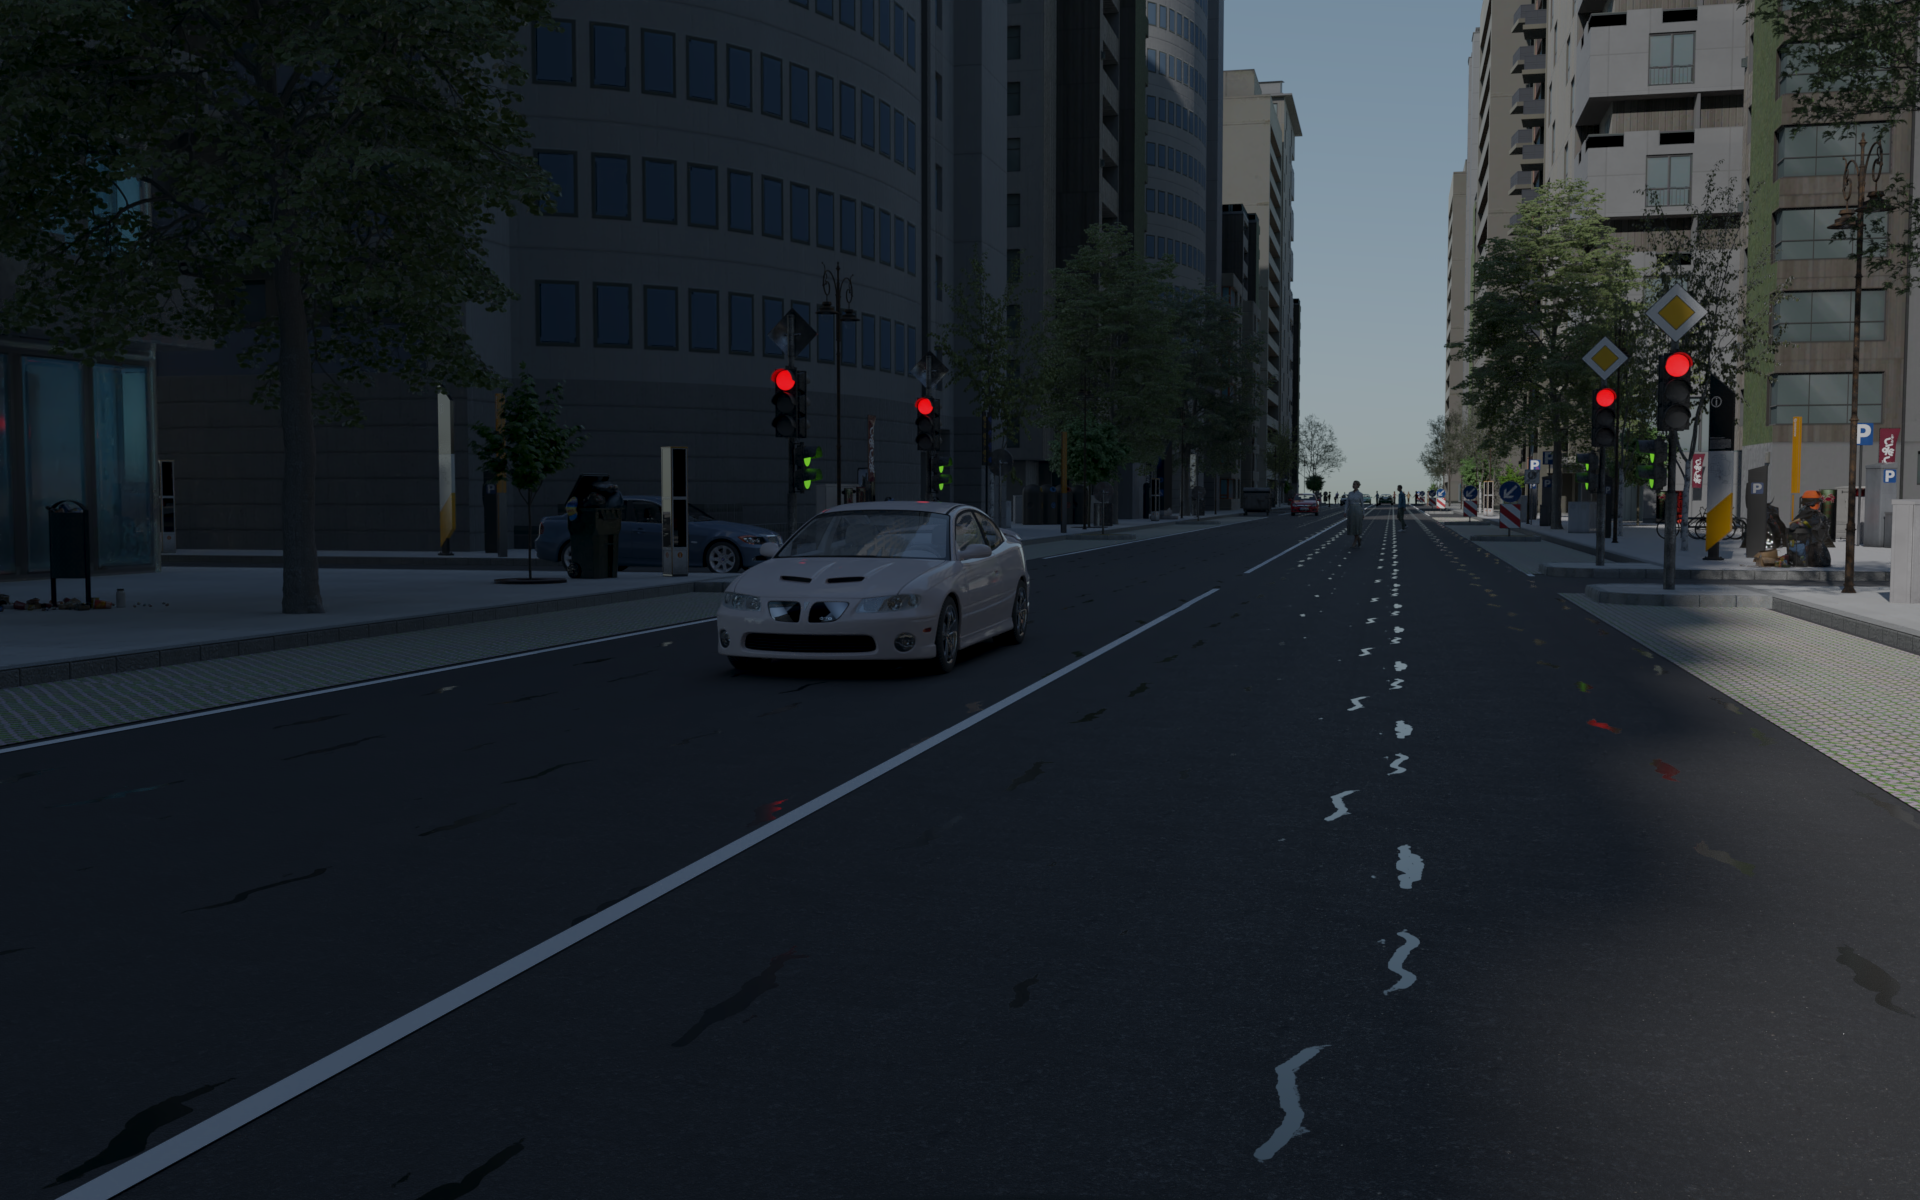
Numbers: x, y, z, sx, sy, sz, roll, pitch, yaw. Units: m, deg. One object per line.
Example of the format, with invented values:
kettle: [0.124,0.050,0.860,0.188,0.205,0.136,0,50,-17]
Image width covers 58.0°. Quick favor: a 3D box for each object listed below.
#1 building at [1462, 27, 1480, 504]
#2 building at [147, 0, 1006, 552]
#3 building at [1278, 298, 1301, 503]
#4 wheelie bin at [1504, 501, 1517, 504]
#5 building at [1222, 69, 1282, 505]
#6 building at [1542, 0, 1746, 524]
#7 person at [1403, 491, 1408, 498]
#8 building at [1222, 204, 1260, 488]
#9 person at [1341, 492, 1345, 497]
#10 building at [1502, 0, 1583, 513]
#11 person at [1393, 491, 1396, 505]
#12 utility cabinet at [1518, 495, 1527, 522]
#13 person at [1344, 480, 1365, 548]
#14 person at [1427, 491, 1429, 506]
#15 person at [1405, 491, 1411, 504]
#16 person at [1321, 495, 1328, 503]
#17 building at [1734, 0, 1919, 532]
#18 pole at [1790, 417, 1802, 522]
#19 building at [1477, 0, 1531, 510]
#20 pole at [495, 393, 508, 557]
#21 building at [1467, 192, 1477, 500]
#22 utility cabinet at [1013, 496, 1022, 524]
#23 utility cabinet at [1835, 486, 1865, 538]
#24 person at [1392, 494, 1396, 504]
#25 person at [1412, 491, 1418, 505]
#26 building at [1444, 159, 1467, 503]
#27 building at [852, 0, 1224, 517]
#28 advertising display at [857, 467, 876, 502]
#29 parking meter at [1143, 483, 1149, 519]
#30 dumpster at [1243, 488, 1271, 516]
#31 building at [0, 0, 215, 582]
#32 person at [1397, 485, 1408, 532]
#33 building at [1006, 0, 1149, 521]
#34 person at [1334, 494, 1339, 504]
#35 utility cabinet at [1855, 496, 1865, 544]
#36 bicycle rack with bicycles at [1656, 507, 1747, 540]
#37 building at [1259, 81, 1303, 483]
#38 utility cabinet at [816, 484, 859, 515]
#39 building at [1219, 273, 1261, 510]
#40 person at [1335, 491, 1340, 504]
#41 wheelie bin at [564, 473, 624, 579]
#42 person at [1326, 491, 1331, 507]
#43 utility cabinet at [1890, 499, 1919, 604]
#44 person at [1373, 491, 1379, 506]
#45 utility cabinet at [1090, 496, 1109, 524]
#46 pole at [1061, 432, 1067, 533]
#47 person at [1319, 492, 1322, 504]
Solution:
building: [74.660,-41.382,218.586,21.231,58.520,28.212,1,4,14]
building: [-11.852,-31.151,51.319,21.231,58.520,28.212,1,4,14]
building: [41.102,-29.104,247.549,14.160,30.474,14.107,1,4,14]
wheelie bin: [32.813,-5.824,103.134,0.980,1.594,0.693,-3,5,-44]
building: [26.199,-35.473,203.687,21.300,48.544,21.600,1,4,14]
building: [44.157,-30.342,85.334,28.713,52.752,27.495,1,4,14]
person: [60.296,-13.879,235.437,1.348,1.822,0.705,3,5,43]
building: [22.149,-24.515,172.528,14.160,30.474,14.107,1,4,14]
person: [55.101,-14.619,248.309,1.217,1.735,0.721,-1,4,-12]
building: [50.623,-28.603,122.276,22.147,44.769,28.867,1,4,14]
person: [59.274,-13.946,236.484,0.705,1.831,1.348,0,4,6]
utility cabinet: [25.548,-4.126,78.623,0.306,1.237,1.020,1,4,10]
person: [10.574,-2.295,46.250,0.641,1.798,0.478,-3,5,-42]
person: [54.994,-11.921,203.413,0.705,1.824,1.348,0,4,5]
person: [64.564,-14.728,249.400,0.705,1.812,1.348,-2,4,-29]
person: [50.608,-14.150,239.942,1.348,1.812,0.705,3,5,41]
building: [33.657,-17.504,57.886,14.160,30.474,14.107,1,4,14]
pole: [22.083,-3.175,45.759,0.158,3.312,0.155,0,3,0]
building: [55.441,-32.015,147.152,21.300,48.544,21.600,1,4,14]
pole: [-9.317,-2.528,35.183,0.158,3.312,0.155,0,3,0]
building: [56.143,-24.110,165.895,14.160,30.474,14.107,1,4,14]
utility cabinet: [2.837,-3.928,75.383,1.020,1.237,0.306,-1,4,-20]
utility cabinet: [25.249,-2.478,49.198,0.318,1.500,1.173,0,4,0]
person: [64.765,-15.218,258.003,1.217,1.739,0.721,2,4,26]
person: [55.061,-12.278,209.205,0.705,1.831,1.348,3,5,42]
building: [79.915,-37.950,244.186,21.300,48.544,21.600,1,4,14]
building: [6.858,-35.568,123.533,21.231,58.520,28.212,1,4,14]
advertising display: [-2.267,-2.246,41.937,0.123,1.923,0.974,-1,4,-23]
parking meter: [9.620,-5.126,89.523,0.255,1.863,0.399,-1,4,-9]
dumpster: [19.669,-6.517,114.760,1.865,1.857,1.264,1,4,14]
building: [-27.777,-24.536,20.772,30.456,49.044,23.786,1,4,14]
person: [16.865,-3.497,66.018,0.444,1.785,0.601,1,4,15]
building: [1.434,-19.261,86.620,14.160,30.474,14.107,1,4,14]
person: [52.417,-14.037,241.239,0.697,1.427,0.421,1,4,22]
utility cabinet: [23.553,-2.061,44.860,1.020,1.237,0.306,-2,4,-28]
bicycle rack with bicycles: [21.428,-2.179,49.012,2.925,0.926,2.852,2,4,30]
building: [29.683,-39.087,228.313,28.713,52.752,27.495,1,4,14]
utility cabinet: [-2.707,-1.811,38.287,0.318,1.500,1.173,2,4,35]
building: [11.411,-18.830,152.904,27.650,21.520,28.899,1,4,14]
person: [56.981,-15.474,261.371,0.709,1.838,0.599,2,4,34]
wheelie bin: [-5.544,-1.132,26.420,0.693,1.594,0.980,2,4,30]
person: [40.920,-11.187,192.226,0.721,1.723,1.217,2,4,29]
utility cabinet: [11.505,-0.575,20.560,1.020,1.237,0.306,-2,4,-27]
person: [48.726,-11.863,202.451,0.705,1.826,1.348,3,5,40]
utility cabinet: [6.008,-3.935,75.500,1.020,1.237,0.306,-2,4,-32]
pole: [3.408,-3.854,56.852,0.158,3.312,0.155,0,3,0]
person: [48.453,-13.670,232.669,0.621,1.740,0.551,-1,4,-17]
